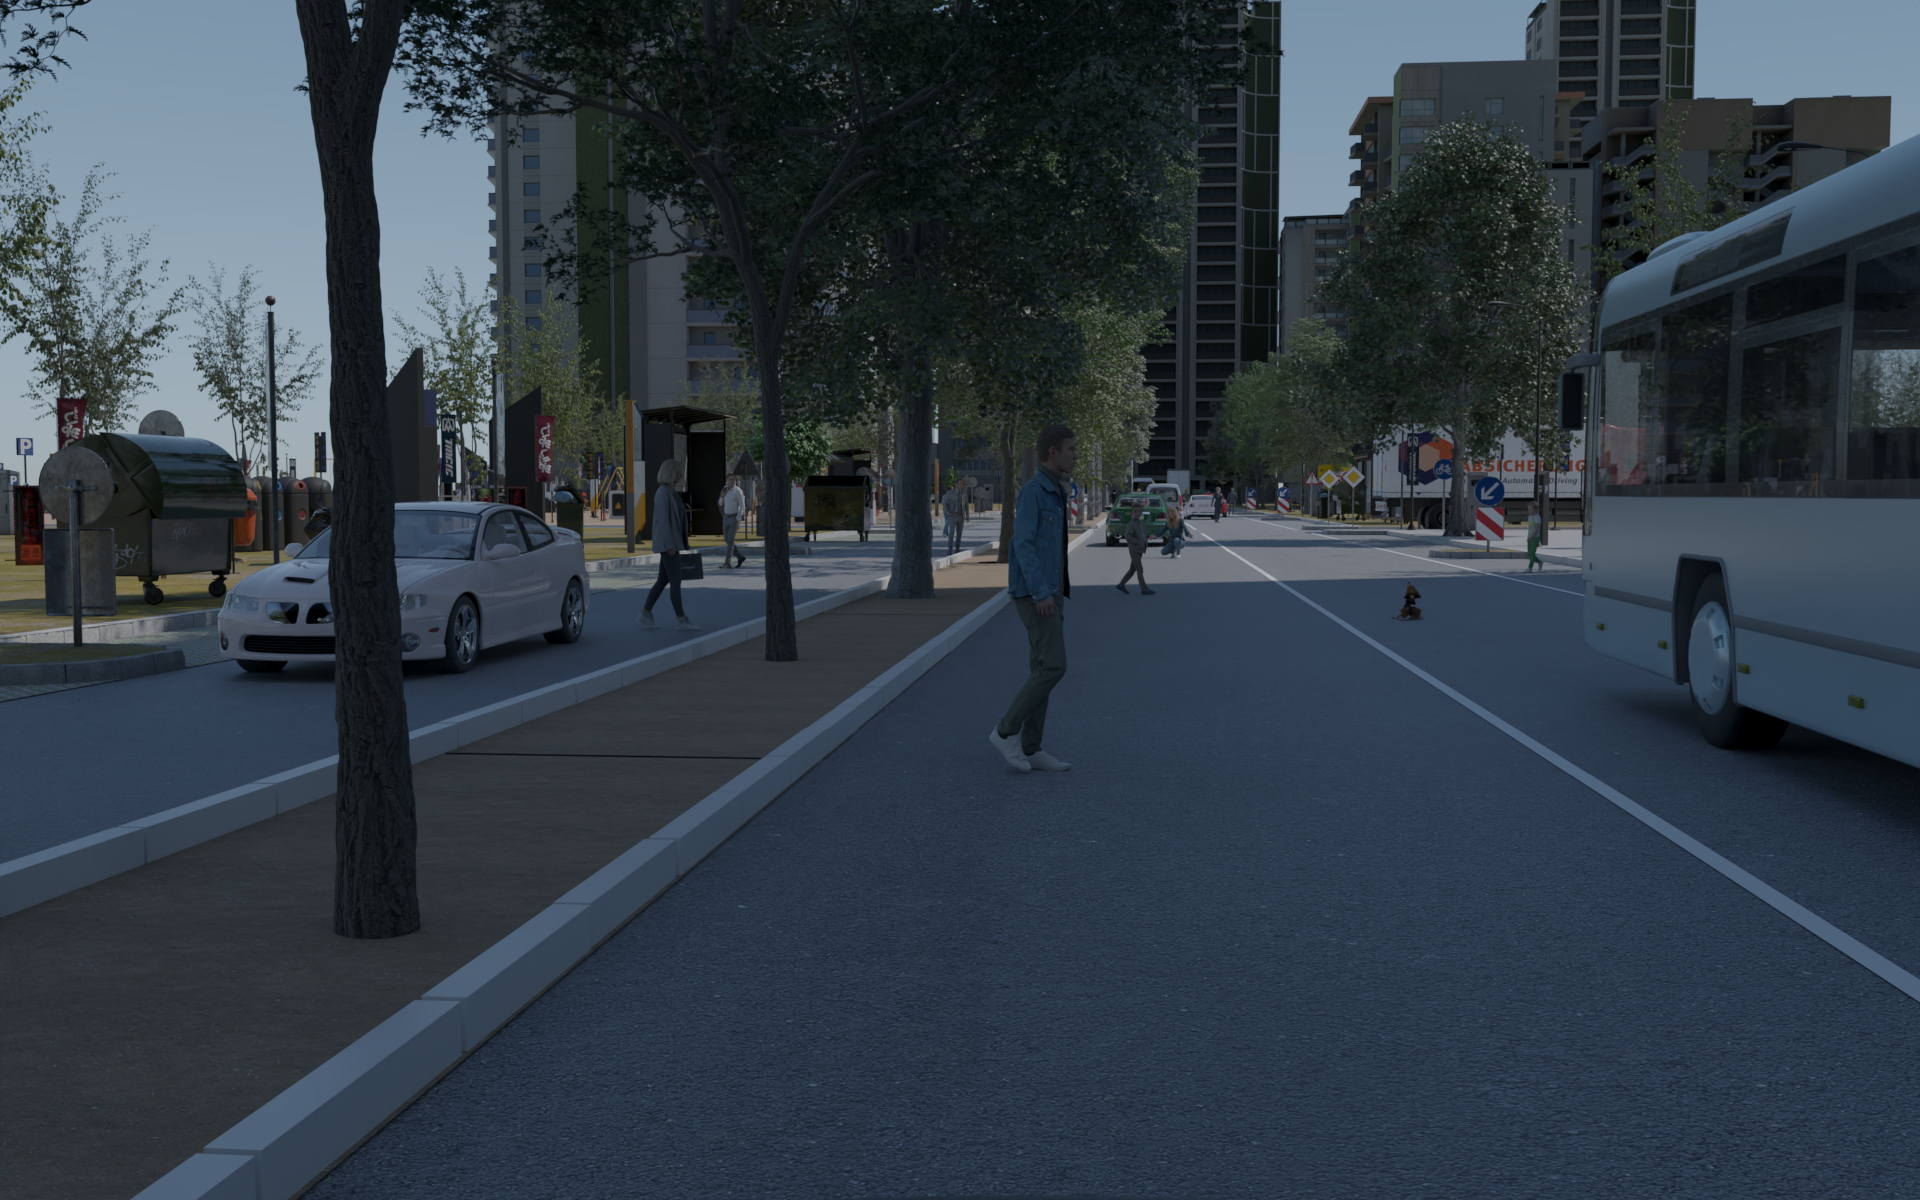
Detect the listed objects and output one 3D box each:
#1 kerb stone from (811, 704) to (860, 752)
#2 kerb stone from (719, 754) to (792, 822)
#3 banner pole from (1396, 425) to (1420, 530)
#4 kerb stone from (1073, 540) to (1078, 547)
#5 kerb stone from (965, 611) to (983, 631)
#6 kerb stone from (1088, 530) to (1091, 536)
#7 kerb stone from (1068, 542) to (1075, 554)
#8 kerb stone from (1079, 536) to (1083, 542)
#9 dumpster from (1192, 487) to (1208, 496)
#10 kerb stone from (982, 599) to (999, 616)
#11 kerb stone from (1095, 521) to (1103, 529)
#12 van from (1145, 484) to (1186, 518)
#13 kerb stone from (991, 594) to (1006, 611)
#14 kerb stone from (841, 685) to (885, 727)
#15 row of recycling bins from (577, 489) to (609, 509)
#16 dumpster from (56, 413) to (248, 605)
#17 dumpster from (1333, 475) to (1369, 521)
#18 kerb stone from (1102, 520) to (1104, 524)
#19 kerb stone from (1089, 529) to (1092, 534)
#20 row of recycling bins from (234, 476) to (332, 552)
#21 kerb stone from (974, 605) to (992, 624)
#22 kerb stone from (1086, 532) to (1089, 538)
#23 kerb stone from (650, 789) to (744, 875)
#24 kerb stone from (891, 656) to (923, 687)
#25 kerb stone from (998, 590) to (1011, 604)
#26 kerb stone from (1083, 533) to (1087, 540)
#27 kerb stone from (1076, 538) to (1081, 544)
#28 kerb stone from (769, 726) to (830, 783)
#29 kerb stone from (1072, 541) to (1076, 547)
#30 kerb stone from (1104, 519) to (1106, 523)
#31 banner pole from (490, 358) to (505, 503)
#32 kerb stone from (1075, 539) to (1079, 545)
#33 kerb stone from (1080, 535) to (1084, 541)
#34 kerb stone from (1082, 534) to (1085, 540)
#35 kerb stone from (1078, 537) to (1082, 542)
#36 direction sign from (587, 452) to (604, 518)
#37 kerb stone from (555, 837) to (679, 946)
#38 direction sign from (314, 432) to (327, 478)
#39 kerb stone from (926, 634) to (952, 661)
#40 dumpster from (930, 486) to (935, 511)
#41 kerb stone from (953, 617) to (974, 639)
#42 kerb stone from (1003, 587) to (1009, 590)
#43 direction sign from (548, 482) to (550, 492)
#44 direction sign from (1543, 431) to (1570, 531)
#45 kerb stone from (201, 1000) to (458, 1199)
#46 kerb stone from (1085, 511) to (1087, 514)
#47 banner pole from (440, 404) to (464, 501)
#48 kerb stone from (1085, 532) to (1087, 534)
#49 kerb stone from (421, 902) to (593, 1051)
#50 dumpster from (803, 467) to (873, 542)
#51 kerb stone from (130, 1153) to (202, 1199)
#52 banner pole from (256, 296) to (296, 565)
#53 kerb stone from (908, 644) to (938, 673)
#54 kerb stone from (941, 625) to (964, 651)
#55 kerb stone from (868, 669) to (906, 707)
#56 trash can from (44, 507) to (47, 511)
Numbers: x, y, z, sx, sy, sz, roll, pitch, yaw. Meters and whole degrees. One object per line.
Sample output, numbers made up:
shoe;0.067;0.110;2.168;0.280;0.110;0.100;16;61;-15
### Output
kerb stone;-0.731;0.749;10.010;0.120;0.150;1.000;0;4;6
kerb stone;-0.946;0.871;7.977;0.120;0.150;1.000;0;4;6
banner pole;16.148;-4.426;62.375;0.863;3.779;0.401;0;4;-6
kerb stone;2.966;-1.435;45.664;0.120;0.150;1.000;0;4;6
kerb stone;0.113;0.247;18.164;0.120;0.150;1.000;0;4;6
kerb stone;4.130;-2.121;56.877;0.120;0.150;1.000;0;4;6
kerb stone;2.755;-1.305;43.626;0.120;0.150;1.000;0;4;6
kerb stone;3.388;-1.685;49.740;0.120;0.150;1.000;0;4;6
dumpster;29.566;-12.746;213.342;1.985;2.255;1.502;0;4;6
kerb stone;0.322;0.125;20.198;0.120;0.150;1.000;0;4;6
kerb stone;6.094;-3.281;75.837;0.120;0.150;1.000;0;4;6
van;8.332;-3.945;71.505;2.013;2.044;4.112;0;4;5
kerb stone;0.430;0.067;21.219;0.120;0.150;1.000;0;4;6
kerb stone;-0.630;0.688;11.027;0.120;0.150;1.000;0;4;6
row of recycling bins;-31.787;-8.725;149.769;3.534;1.692;1.069;1;4;17
dumpster;-9.699;-1.113;20.688;1.502;2.255;1.985;0;4;6
dumpster;18.741;-4.929;83.085;1.502;2.255;1.985;0;4;6
kerb stone;6.300;-3.405;77.874;0.120;0.150;1.000;0;4;6
kerb stone;4.342;-2.246;58.910;0.120;0.150;1.000;0;4;6
row of recycling bins;-15.646;-1.990;39.650;1.069;1.692;3.534;1;4;13
kerb stone;0.220;0.187;19.181;0.120;0.150;1.000;0;4;6
kerb stone;3.922;-1.995;54.835;0.120;0.150;1.000;0;4;6
kerb stone;-1.050;0.932;6.961;0.120;0.150;1.000;0;4;6
kerb stone;-0.421;0.562;13.060;0.120;0.150;1.000;0;4;6
kerb stone;0.531;0.001;22.236;0.120;0.150;1.000;0;4;6
kerb stone;3.710;-1.872;52.802;0.120;0.150;1.000;0;4;6
kerb stone;3.177;-1.558;47.701;0.120;0.150;1.000;0;4;6
kerb stone;-0.839;0.807;8.993;0.120;0.150;1.000;0;4;6
kerb stone;2.853;-1.370;44.643;0.120;0.150;1.000;0;4;6
kerb stone;6.624;-3.590;80.926;0.120;0.150;1.000;0;4;6
banner pole;-8.469;-2.556;31.812;0.401;3.779;0.863;-2;4;-30
kerb stone;3.074;-1.498;46.681;0.120;0.150;1.000;0;4;6
kerb stone;3.494;-1.742;50.765;0.120;0.150;1.000;0;4;6
kerb stone;3.599;-1.810;51.786;0.120;0.150;1.000;0;4;6
kerb stone;3.283;-1.618;48.721;0.120;0.150;1.000;0;4;6
direction sign;-19.523;-6.160;92.718;0.876;3.537;0.379;0;4;-5
kerb stone;-1.165;0.994;5.936;0.120;0.150;1.000;0;4;6
direction sign;-23.320;-4.356;63.216;0.876;3.537;0.379;3;5;44
kerb stone;-0.209;0.433;15.109;0.120;0.150;1.000;0;4;6
dumpster;-2.224;-5.643;94.751;1.502;2.255;1.985;0;4;6
kerb stone;0.005;0.309;17.144;0.120;0.150;1.000;0;4;6
kerb stone;0.638;-0.063;23.252;0.120;0.150;1.000;0;4;6
direction sign;-35.247;-9.588;148.760;0.379;3.537;0.876;-2;4;-29
direction sign;20.961;-4.215;60.913;0.876;3.537;0.379;1;4;17
kerb stone;-1.374;1.120;3.896;0.120;0.150;1.000;0;4;6
kerb stone;9.831;-6.727;132.173;0.120;0.150;1.000;0;4;6
banner pole;-13.971;-3.538;47.863;0.401;3.779;0.863;3;5;44
kerb stone;3.806;-1.934;53.819;0.120;0.150;1.000;0;4;6
kerb stone;-1.265;1.057;4.919;0.120;0.150;1.000;0;4;6
dumpster;-3.666;-2.872;51.912;1.985;2.255;1.502;0;4;7
kerb stone;-1.481;1.185;2.879;0.120;0.150;1.000;0;4;6
banner pole;-8.806;-1.966;22.154;0.401;3.779;0.863;-2;4;-28
kerb stone;-0.316;0.496;14.092;0.120;0.150;1.000;0;4;6
kerb stone;-0.097;0.373;16.125;0.120;0.150;1.000;0;4;6
kerb stone;-0.523;0.621;12.043;0.120;0.150;1.000;0;4;6
trash can;-60.846;-6.356;115.580;0.748;1.137;0.748;0;3;0
